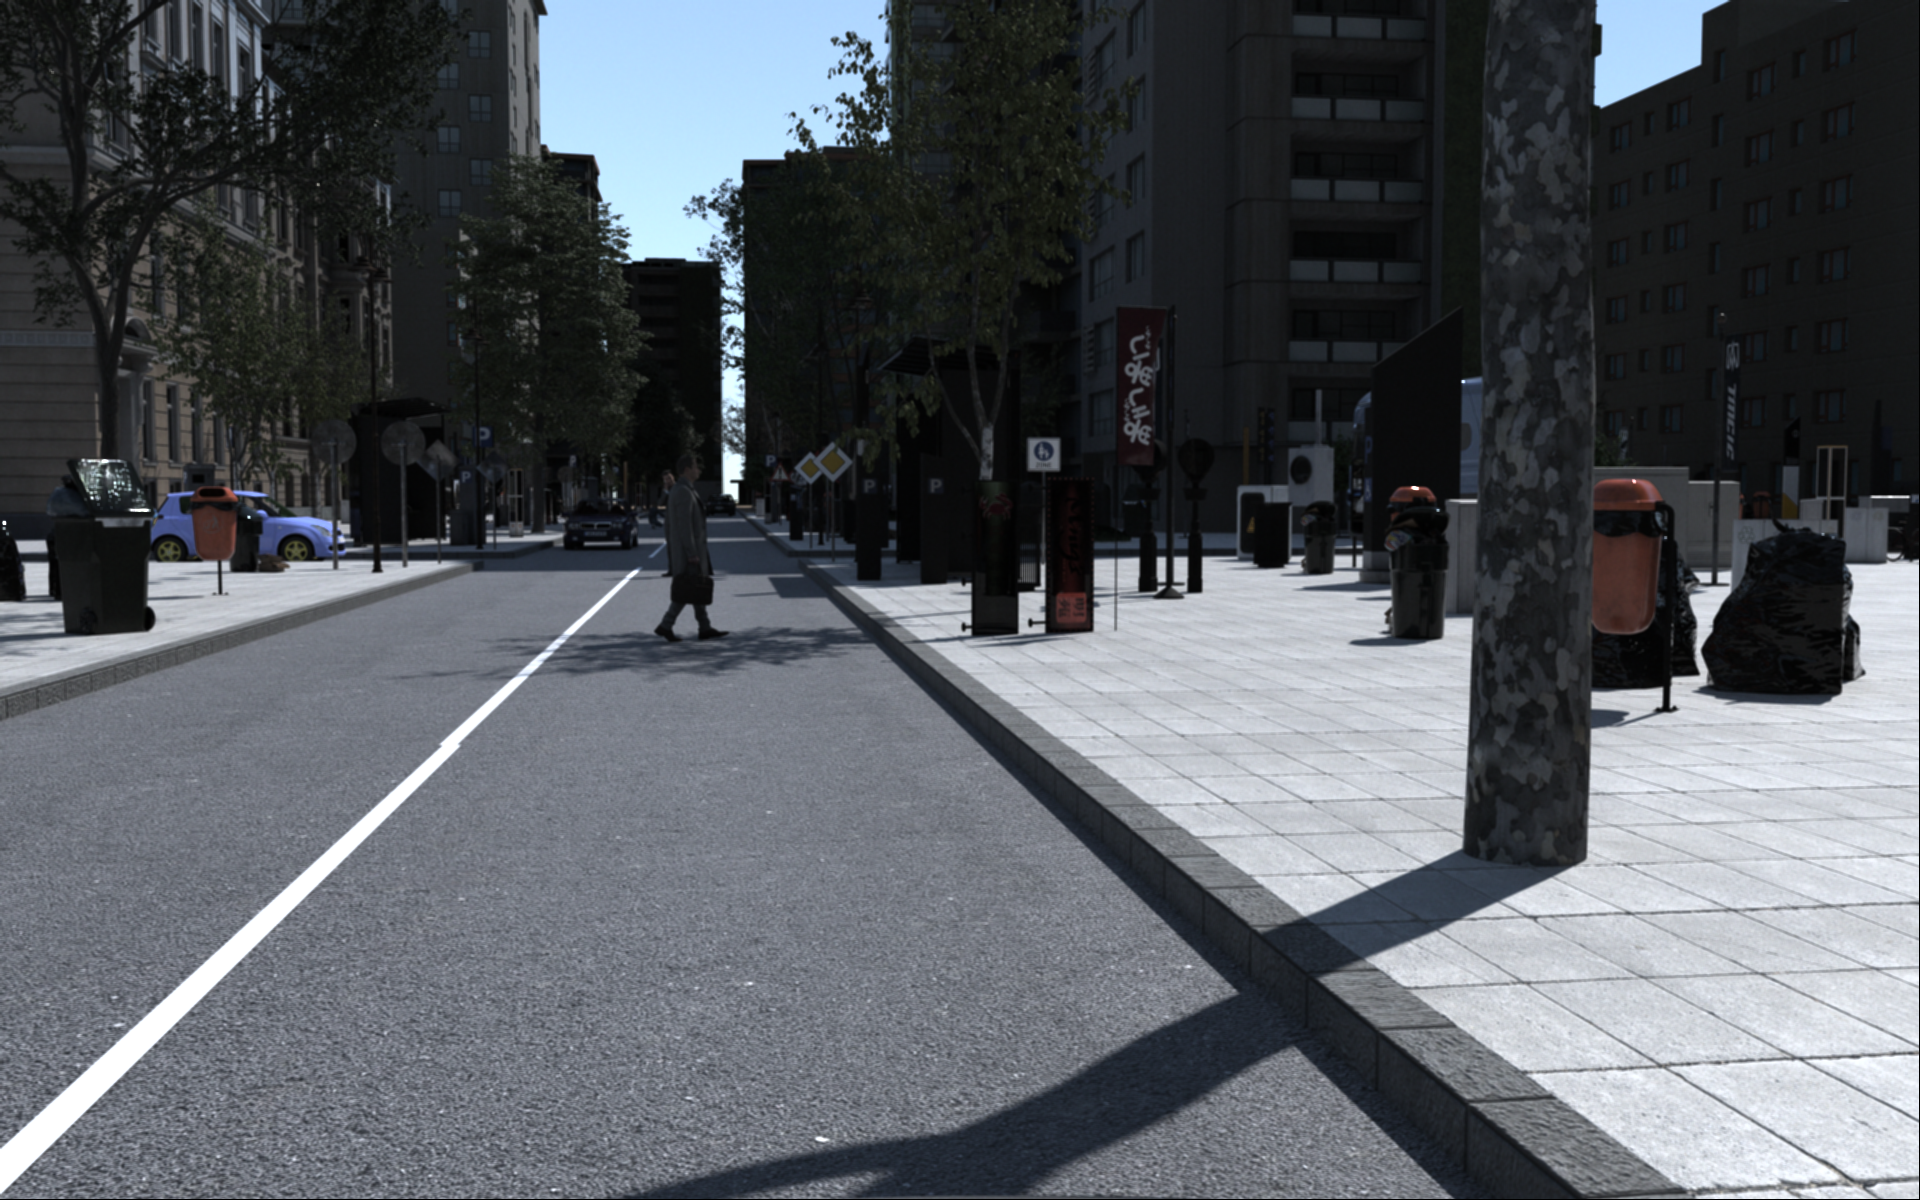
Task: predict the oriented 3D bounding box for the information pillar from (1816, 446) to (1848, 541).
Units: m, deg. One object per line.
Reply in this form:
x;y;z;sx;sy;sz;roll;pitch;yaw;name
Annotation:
13.303;-1.344;26.466;0.304;2.012;0.304;-1;4;-10;information pillar

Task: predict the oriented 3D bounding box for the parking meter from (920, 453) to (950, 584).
-0.355;-1.165;24.762;0.399;1.863;0.255;-1;4;-11;parking meter

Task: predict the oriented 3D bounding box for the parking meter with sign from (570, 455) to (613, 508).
-16.593;-4.980;77.682;0.543;3.016;1.738;3;5;44;parking meter with sign

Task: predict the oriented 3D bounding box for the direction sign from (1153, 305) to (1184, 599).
2.571;-1.788;21.232;0.379;3.537;0.876;0;4;3;direction sign

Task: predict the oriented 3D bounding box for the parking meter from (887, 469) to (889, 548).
-1.905;-2.163;41.078;0.399;1.863;0.255;-1;4;-17;parking meter

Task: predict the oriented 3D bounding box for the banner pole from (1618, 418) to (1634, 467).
21.759;-4.072;56.587;0.863;3.779;0.401;-2;4;-31;banner pole

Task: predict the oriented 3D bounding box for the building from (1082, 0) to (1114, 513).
2.639;-27.219;128.622;14.154;41.232;14.086;0;4;-8;building

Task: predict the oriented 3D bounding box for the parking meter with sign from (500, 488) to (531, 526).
-17.867;-4.538;70.456;1.738;3.016;0.543;0;4;0;parking meter with sign

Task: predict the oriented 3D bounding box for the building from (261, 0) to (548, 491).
-53.373;-34.951;160.681;27.495;52.752;28.713;0;4;-8;building

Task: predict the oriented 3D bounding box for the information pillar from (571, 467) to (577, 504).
-24.141;-7.144;108.167;0.504;3.616;0.183;2;4;35;information pillar

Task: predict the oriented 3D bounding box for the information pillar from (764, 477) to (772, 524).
-8.235;-4.273;74.358;0.304;2.012;0.304;0;4;-2;information pillar

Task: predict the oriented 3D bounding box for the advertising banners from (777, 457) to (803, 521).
-8.202;-5.335;83.419;0.090;3.025;2.074;2;4;32;advertising banners

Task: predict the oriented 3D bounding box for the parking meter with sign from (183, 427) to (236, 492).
-19.539;-2.947;44.440;1.738;3.016;0.543;-3;4;-39;parking meter with sign

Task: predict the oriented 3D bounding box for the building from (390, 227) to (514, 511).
-48.117;-17.129;125.104;27.650;21.520;28.899;0;4;-8;building

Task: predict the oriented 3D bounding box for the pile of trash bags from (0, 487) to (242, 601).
-10.749;-0.719;21.504;3.447;1.369;1.912;-1;4;-14;pile of trash bags

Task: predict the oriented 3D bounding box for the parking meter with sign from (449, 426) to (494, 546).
-12.345;-2.901;43.697;0.543;3.016;1.738;0;4;8;parking meter with sign

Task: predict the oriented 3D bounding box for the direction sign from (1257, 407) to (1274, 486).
8.023;-3.272;45.487;0.379;3.537;0.876;3;4;37;direction sign

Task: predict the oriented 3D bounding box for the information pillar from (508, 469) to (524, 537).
-13.178;-2.869;51.395;0.304;2.012;0.304;2;4;27;information pillar

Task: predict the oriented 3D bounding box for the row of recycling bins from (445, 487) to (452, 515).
-31.342;-6.040;105.863;1.069;1.692;3.534;-1;4;-12;row of recycling bins

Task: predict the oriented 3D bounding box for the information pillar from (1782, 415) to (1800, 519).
24.658;-3.671;51.372;0.504;3.616;0.183;-1;4;-12;information pillar

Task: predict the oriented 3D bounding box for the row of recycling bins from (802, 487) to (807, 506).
-9.519;-5.919;103.887;1.069;1.692;3.534;0;4;6;row of recycling bins

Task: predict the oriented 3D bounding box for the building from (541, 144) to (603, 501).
-59.152;-34.231;214.307;28.867;44.769;22.147;0;4;-8;building

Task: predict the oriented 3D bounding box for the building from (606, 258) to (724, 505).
-36.536;-27.113;214.992;14.107;30.474;14.160;0;4;-8;building

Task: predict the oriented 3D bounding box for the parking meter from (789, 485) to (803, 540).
-4.539;-2.422;48.003;0.372;1.533;0.369;0;3;0;parking meter

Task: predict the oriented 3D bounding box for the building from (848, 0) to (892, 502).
1.503;-52.117;164.783;22.319;86.520;31.000;0;4;-8;building

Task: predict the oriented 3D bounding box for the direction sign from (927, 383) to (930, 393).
-0.462;-2.535;33.438;0.379;3.537;0.876;-2;4;-23;direction sign

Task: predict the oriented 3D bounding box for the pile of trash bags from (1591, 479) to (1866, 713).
4.828;-0.107;11.495;1.912;1.369;3.447;3;4;36;pile of trash bags

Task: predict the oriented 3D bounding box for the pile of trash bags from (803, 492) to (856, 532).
-4.460;-3.043;59.503;1.912;1.369;3.447;0;4;-7;pile of trash bags

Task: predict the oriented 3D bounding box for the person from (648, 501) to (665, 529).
-12.692;-3.550;72.043;1.012;1.151;0.738;2;4;35;person

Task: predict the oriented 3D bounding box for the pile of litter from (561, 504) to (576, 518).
-20.610;-4.803;92.498;1.176;0.858;1.719;-3;4;-36;pile of litter

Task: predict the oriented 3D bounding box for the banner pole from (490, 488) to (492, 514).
-29.899;-7.402;111.041;0.401;3.779;0.863;3;5;45;banner pole

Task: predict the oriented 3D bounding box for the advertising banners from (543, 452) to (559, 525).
-17.241;-4.669;72.530;0.090;3.025;2.074;0;4;8;advertising banners

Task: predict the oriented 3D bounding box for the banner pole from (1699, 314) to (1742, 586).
10.579;-2.075;23.943;0.401;3.779;0.863;0;4;0;banner pole

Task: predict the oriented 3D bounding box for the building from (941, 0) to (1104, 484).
10.665;-26.864;93.850;22.147;44.769;28.867;0;4;-8;building

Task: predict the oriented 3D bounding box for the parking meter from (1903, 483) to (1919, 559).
18.945;-1.586;34.347;0.372;1.533;0.369;0;3;0;parking meter

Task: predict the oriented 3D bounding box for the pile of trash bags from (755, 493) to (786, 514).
-12.341;-6.216;111.380;1.912;1.369;3.447;1;4;16;pile of trash bags

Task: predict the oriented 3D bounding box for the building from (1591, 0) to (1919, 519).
44.257;-13.806;70.774;28.899;21.520;27.650;0;4;-8;building

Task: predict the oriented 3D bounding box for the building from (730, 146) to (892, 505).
-14.925;-34.641;220.997;28.867;44.769;22.147;0;4;-8;building

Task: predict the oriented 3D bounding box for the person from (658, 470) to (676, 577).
-4.910;-1.324;29.946;0.655;1.846;0.447;1;4;11;person

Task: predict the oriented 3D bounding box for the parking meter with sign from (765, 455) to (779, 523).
-8.352;-4.959;77.333;0.543;3.016;1.738;0;4;-1;parking meter with sign

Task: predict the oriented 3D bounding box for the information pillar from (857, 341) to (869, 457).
-1.467;-2.142;26.372;0.183;3.616;0.504;1;4;9;information pillar

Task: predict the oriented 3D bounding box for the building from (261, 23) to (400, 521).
-36.042;-16.216;84.224;14.460;24.649;34.723;0;4;-8;building

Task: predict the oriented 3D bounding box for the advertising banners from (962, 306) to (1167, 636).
0.988;-1.210;15.965;2.074;3.025;0.090;-1;4;-22;advertising banners

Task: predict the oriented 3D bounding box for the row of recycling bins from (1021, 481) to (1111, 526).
3.340;-2.975;55.752;3.534;1.692;1.069;-2;4;-35;row of recycling bins

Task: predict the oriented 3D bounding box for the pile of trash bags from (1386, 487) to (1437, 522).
7.065;-0.751;22.038;3.447;1.369;1.912;-1;4;-12;pile of trash bags

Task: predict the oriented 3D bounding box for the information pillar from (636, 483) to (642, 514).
-21.034;-6.671;113.557;0.304;2.012;0.304;1;4;13;information pillar

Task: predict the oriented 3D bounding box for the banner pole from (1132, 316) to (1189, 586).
2.795;-2.107;24.460;0.863;3.779;0.401;3;4;38;banner pole

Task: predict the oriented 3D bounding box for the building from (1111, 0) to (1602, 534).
12.435;-23.032;60.167;14.086;41.232;14.154;0;4;-8;building

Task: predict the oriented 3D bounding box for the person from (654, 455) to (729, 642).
-2.623;-0.509;16.923;0.767;1.812;0.694;-1;4;-16;person

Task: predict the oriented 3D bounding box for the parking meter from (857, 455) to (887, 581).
-1.332;-1.226;25.762;0.399;1.863;0.255;0;4;-3;parking meter

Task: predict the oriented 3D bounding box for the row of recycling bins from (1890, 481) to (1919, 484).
29.125;-2.769;52.389;1.069;1.692;3.534;0;4;-1;row of recycling bins

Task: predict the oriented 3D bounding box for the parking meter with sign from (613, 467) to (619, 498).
-22.522;-7.003;110.756;1.738;3.016;0.543;3;5;44;parking meter with sign

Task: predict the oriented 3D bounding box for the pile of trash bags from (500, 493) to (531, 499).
-26.764;-5.736;103.540;1.912;1.369;3.447;-3;4;-38;pile of trash bags

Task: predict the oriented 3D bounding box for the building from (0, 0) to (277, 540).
-31.807;-16.576;56.918;13.634;28.700;20.117;0;4;-8;building
